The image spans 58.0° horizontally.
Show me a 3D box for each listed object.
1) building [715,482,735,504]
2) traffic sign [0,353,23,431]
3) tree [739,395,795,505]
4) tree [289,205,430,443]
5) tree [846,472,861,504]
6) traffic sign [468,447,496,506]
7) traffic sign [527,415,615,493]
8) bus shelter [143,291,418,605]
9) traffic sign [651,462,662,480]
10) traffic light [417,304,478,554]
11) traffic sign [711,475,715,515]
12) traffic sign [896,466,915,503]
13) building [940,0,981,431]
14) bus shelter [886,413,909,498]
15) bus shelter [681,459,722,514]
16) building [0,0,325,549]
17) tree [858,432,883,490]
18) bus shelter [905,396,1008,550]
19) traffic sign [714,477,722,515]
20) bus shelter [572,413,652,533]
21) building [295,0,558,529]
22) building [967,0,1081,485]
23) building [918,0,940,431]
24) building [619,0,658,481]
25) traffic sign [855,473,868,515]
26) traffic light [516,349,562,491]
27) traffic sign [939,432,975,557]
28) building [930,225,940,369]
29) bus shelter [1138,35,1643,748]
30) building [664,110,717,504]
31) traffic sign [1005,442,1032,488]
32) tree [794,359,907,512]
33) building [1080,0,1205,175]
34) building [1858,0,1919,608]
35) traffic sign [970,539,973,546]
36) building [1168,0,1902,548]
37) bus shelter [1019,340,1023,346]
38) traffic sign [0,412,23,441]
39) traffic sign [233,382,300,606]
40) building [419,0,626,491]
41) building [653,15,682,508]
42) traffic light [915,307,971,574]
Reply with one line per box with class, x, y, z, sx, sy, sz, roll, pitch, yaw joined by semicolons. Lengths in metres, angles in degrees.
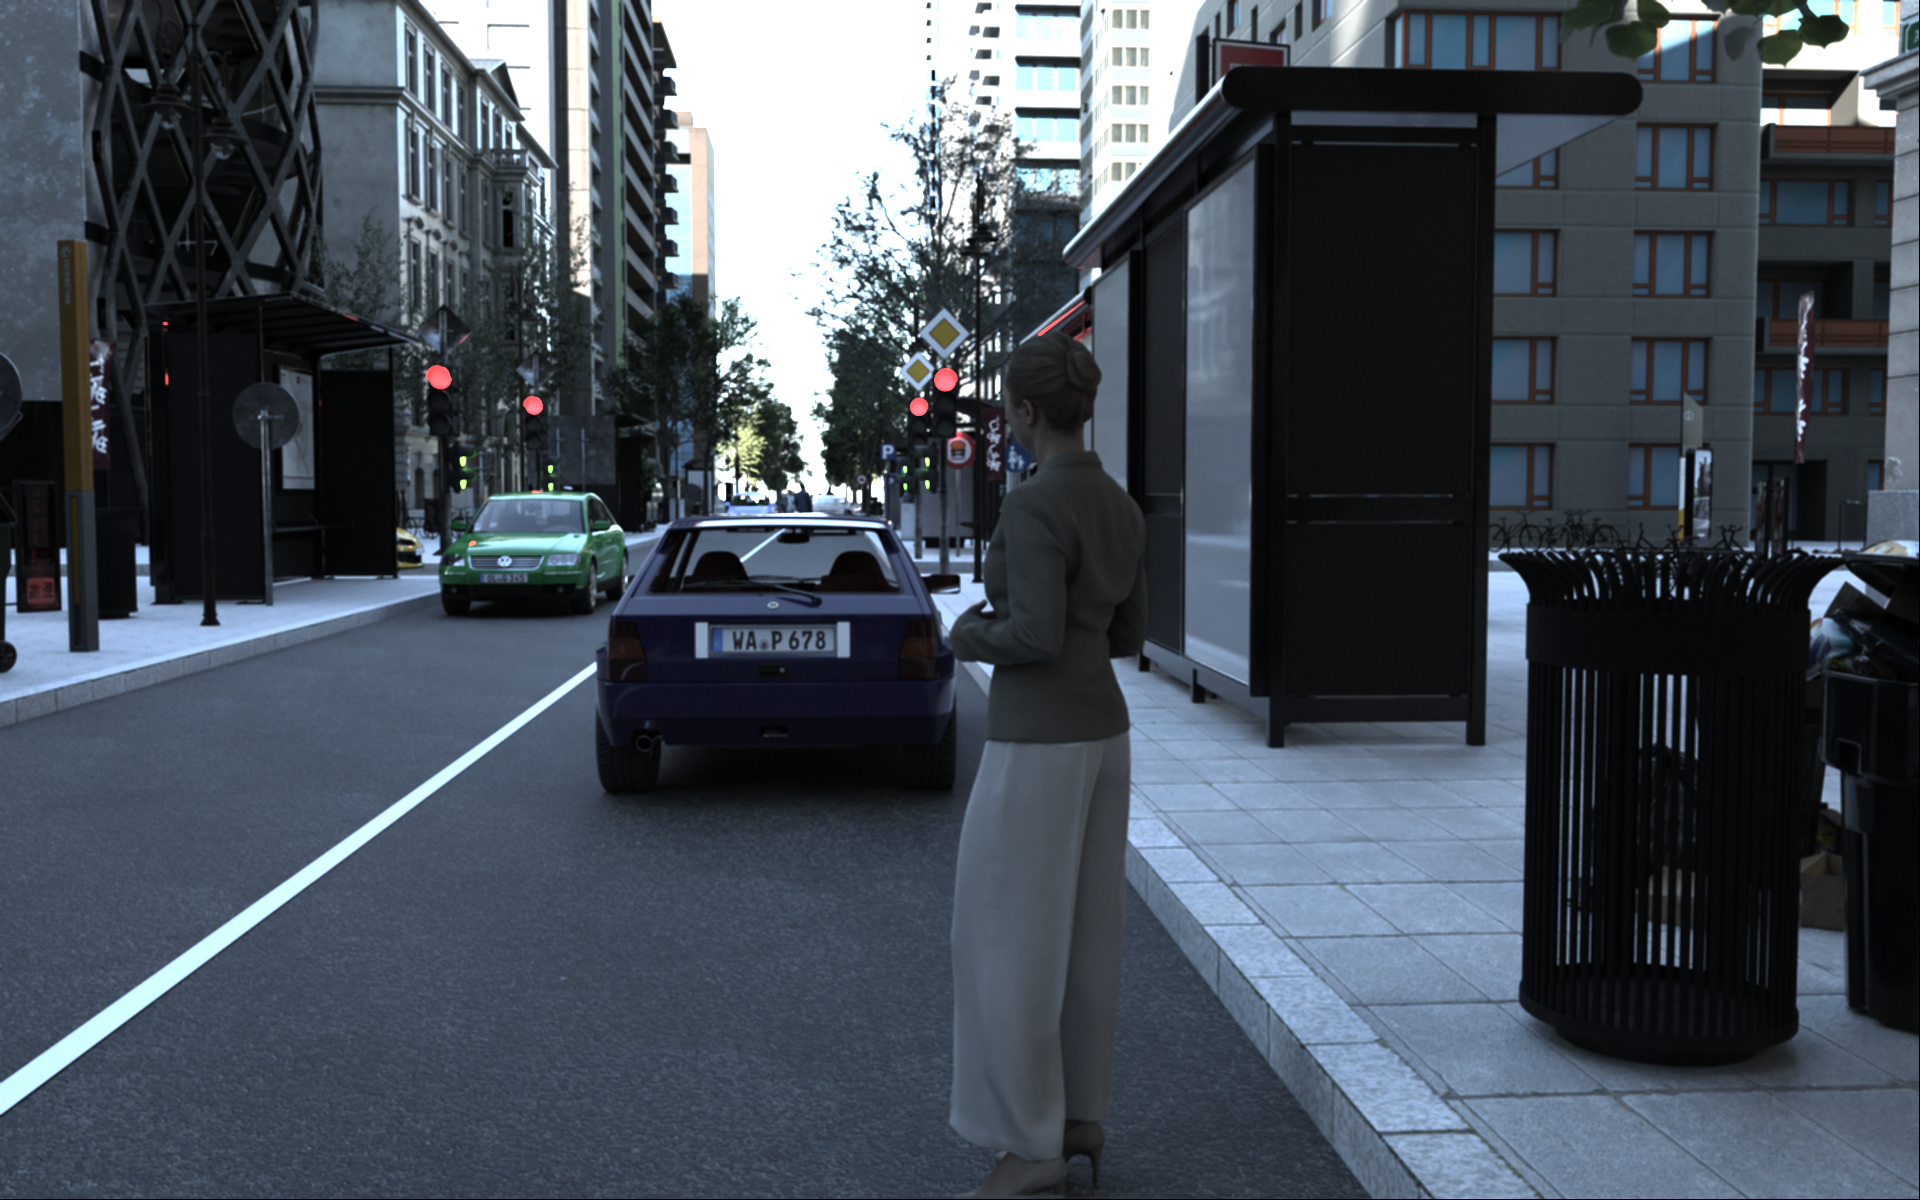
building;-49.015;-34.083;249.138;32.217;40.220;23.993;0;4;-4
traffic sign;-8.484;-0.911;15.002;0.768;2.556;0.104;0;4;5
tree;-21.247;-17.326;200.287;9.611;12.733;9.660;0;3;0
tree;-15.643;-5.781;44.889;4.360;8.622;3.978;0;3;0
tree;-13.806;-15.105;230.684;4.285;4.588;4.351;0;3;0
traffic sign;-10.393;-2.172;37.646;0.606;2.300;0.079;0;4;1
traffic sign;-10.065;-3.116;44.811;2.265;3.308;0.079;0;4;-1
bus shelter;-8.828;-1.950;23.158;1.731;3.624;6.357;0;4;-4
traffic sign;-12.368;-4.249;69.572;0.768;2.556;0.104;0;4;1
traffic light;-7.597;-2.245;25.633;0.839;4.253;0.868;0;4;-4
traffic sign;-15.556;-6.629;108.482;0.768;2.556;0.104;0;4;-3
traffic sign;-1.948;-3.882;63.571;0.768;2.556;0.104;0;4;2
building;8.584;-37.973;162.851;21.231;58.520;28.212;0;4;-4
bus shelter;-2.579;-6.373;81.830;2.179;5.291;8.768;0;4;-4
bus shelter;-15.132;-6.589;101.650;2.014;3.302;5.546;0;4;-4
building;-26.919;-11.036;47.897;16.820;18.784;16.811;0;4;-4
tree;-7.716;-12.000;146.564;4.737;8.622;4.395;0;3;0
bus shelter;-0.111;-2.732;38.587;2.014;3.302;5.546;0;4;-4
traffic sign;-15.143;-6.511;107.642;0.795;2.450;0.064;0;4;-3
bus shelter;-10.668;-3.804;53.484;1.731;3.624;6.357;0;4;-4
building;-26.730;-15.929;79.531;14.460;24.649;34.723;0;4;-4
building;12.222;-31.464;134.048;23.786;49.044;30.456;0;4;-4
building;2.818;-57.474;252.371;22.319;86.520;31.000;0;4;-4
building;-34.970;-31.044;131.269;21.300;48.544;21.600;0;4;-4
traffic sign;-6.063;-6.531;106.880;0.768;2.556;0.104;0;4;2
traffic light;-8.183;-2.732;33.596;0.839;4.253;0.868;0;4;-4
traffic sign;-0.039;-2.157;35.369;0.768;2.556;0.104;0;4;0
building;8.897;-32.650;225.704;32.217;40.220;23.993;0;4;-4
bus shelter;2.050;-2.157;12.899;2.179;5.291;8.768;0;4;-4
building;-36.364;-34.003;206.051;14.600;45.320;14.200;0;4;-4
traffic sign;1.377;-2.599;42.592;0.768;2.556;0.104;0;4;0
tree;-6.965;-12.835;126.855;9.611;12.733;9.660;0;3;0
building;19.842;-24.876;98.609;32.217;40.220;23.993;0;4;-4
building;16.766;-13.443;7.183;14.401;28.519;23.554;0;4;-4
traffic sign;0.286;-2.590;42.358;0.884;2.594;0.081;0;4;-1
building;23.508;-12.835;54.892;28.899;21.520;27.650;0;4;-4
bus shelter;1.995;-2.698;21.743;2.179;5.291;8.768;0;4;-4
traffic sign;-9.479;-0.957;16.832;0.795;2.450;0.064;0;4;4
traffic sign;-7.928;-1.205;19.808;0.768;2.556;0.104;0;4;1
building;-30.086;-26.324;113.993;14.154;41.232;14.086;0;4;-4
building;-37.095;-30.695;156.483;22.147;44.769;28.867;0;4;-4
traffic light;-0.257;-2.279;26.187;0.839;4.253;0.868;0;4;-4
